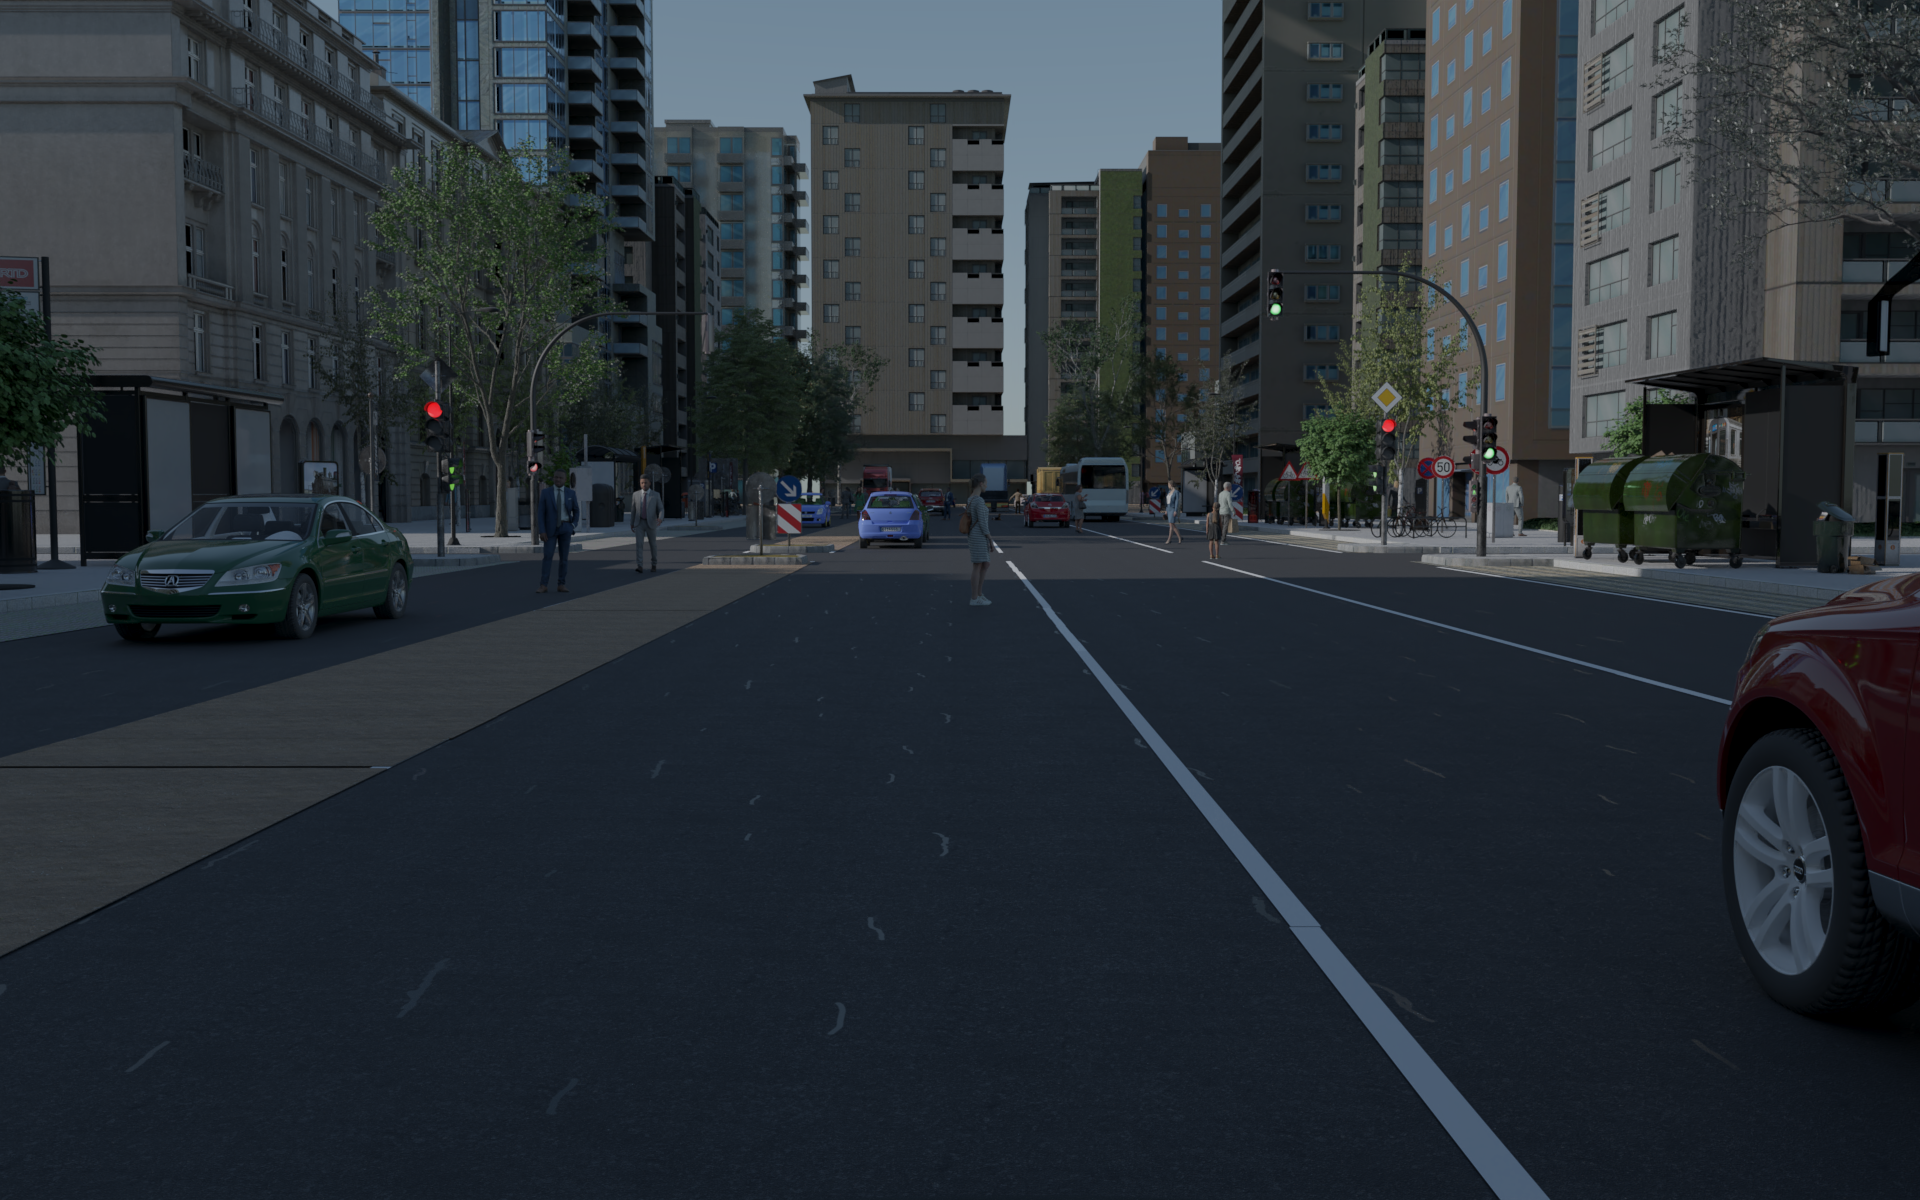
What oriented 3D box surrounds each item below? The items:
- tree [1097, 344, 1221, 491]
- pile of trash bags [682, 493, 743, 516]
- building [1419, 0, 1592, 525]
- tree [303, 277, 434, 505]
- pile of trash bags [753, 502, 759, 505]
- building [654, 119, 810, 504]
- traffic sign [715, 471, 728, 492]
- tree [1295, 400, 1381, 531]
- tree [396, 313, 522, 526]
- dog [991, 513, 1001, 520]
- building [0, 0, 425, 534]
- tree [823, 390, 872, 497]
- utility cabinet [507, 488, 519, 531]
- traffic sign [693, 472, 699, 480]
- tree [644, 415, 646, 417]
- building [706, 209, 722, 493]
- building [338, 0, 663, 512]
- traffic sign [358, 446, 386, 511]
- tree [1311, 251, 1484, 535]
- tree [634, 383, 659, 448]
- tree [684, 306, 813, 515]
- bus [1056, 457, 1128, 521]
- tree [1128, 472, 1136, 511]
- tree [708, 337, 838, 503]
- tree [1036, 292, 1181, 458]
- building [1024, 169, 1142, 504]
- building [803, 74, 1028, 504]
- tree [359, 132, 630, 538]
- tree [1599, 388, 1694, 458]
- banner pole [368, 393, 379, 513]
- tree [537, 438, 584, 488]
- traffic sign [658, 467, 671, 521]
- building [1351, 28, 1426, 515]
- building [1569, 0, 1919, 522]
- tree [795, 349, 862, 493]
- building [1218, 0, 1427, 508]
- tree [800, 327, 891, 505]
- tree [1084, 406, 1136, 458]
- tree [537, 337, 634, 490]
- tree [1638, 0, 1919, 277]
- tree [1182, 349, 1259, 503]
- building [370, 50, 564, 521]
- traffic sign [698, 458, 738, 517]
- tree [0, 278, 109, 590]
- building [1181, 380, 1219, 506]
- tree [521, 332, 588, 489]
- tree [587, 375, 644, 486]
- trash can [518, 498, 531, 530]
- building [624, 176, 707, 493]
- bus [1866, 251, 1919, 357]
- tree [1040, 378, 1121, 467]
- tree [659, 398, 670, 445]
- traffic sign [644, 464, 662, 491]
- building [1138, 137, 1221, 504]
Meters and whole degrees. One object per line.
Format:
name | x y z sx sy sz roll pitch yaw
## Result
tree | 12.967 -10.590 107.562 8.767 10.594 7.601 -3 5 -42
pile of trash bags | -14.924 -5.725 103.355 3.447 1.369 1.912 -1 4 -12
building | 29.522 -26.107 76.960 14.600 45.320 14.200 0 4 0
tree | -20.344 -6.676 59.510 4.360 8.622 3.978 0 3 0
pile of trash bags | -14.210 -6.099 109.473 3.447 1.369 1.912 -1 4 -20
building | -34.727 -36.979 224.209 30.456 49.044 23.786 0 4 0
traffic sign | -13.421 -5.959 97.529 0.768 2.556 0.104 1 4 9
tree | 13.424 -4.722 60.918 4.285 4.588 4.351 0 3 0
tree | -20.211 -7.240 68.741 4.737 8.622 4.395 0 3 0
dog | 1.987 -4.524 94.162 0.748 0.427 0.550 3 4 38
building | -30.563 -13.708 65.928 13.314 21.916 24.055 0 4 0
tree | -14.526 -16.672 182.963 12.009 13.543 11.850 0 3 0
utility cabinet | -15.591 -3.161 60.356 0.318 1.500 1.173 -1 4 -11
traffic sign | -14.918 -6.072 99.391 0.768 2.556 0.104 0 4 5
tree | -21.028 -9.405 104.133 4.737 8.622 4.395 0 3 0
building | -31.665 -24.729 176.027 14.107 30.474 14.160 0 4 0
building | -34.786 -50.114 132.037 22.319 86.520 31.000 0 4 0
traffic sign | -15.390 -2.767 45.346 0.768 2.556 0.104 0 4 8
tree | 13.887 -6.314 53.604 4.737 8.622 4.395 0 3 0
tree | -18.649 -8.604 91.043 4.360 8.622 3.978 0 3 0
tree | -12.619 -11.409 104.668 7.486 12.596 7.792 0 3 0
bus | 7.080 -6.054 93.838 2.948 3.499 13.247 0 4 -1
tree | 12.334 -8.405 132.023 1.663 3.219 1.824 0 3 0
tree | -13.145 -12.791 126.139 9.611 12.733 9.660 0 3 0
tree | 13.883 -18.752 162.484 12.611 20.169 13.585 0 3 0
building | 15.431 -32.817 220.146 14.086 41.232 14.154 0 4 0
building | -5.384 -38.973 226.449 27.495 52.752 28.713 0 4 0
tree | -13.585 -7.647 50.789 9.928 11.665 9.643 0 3 0
tree | 20.207 -4.048 49.906 4.285 4.588 4.351 0 3 0
banner pole | -14.549 -3.244 43.057 0.401 3.779 0.863 0 4 -4
tree | -13.864 -4.001 60.023 1.663 3.219 1.824 0 3 0
traffic sign | -13.992 -4.982 81.554 0.768 2.556 0.104 0 4 7
building | 32.416 -20.781 111.478 14.160 30.474 14.107 0 4 0
building | 30.830 -23.032 60.161 14.086 41.232 14.154 0 4 0
tree | -13.387 -15.126 153.971 9.857 13.997 8.962 0 3 0
building | 33.505 -31.665 141.428 21.300 48.544 21.600 0 4 0
tree | -14.556 -20.830 196.461 12.611 20.169 13.585 0 3 0
tree | 12.442 -11.652 140.867 4.360 8.622 3.978 0 3 0
tree | -18.137 -8.040 81.823 4.360 8.622 3.978 0 3 0
tree | 13.989 -6.852 22.401 12.009 13.543 11.850 0 3 0
tree | 13.167 -8.458 88.651 4.360 8.622 3.978 0 3 0
building | -31.164 -16.895 95.315 14.460 24.649 34.723 0 4 0
traffic sign | -13.720 -6.387 98.296 2.265 3.308 0.079 0 4 4
tree | -13.417 -2.421 23.304 4.285 4.588 4.351 0 3 0
building | 34.738 -52.223 166.524 22.319 86.520 31.000 0 4 0
tree | -19.329 -7.712 76.456 4.737 8.622 4.395 0 3 0
tree | -20.876 -9.012 97.713 4.737 8.622 4.395 0 3 0
trash can | -15.518 -3.071 61.865 0.748 1.137 0.748 0 3 0
building | -31.288 -23.537 156.525 14.160 30.474 14.107 0 4 0
bus | 7.462 -0.850 5.451 2.896 3.916 12.252 0 4 0
tree | 13.493 -17.430 191.629 9.857 13.997 8.962 0 3 0
tree | -21.172 -9.995 113.775 4.360 8.622 3.978 0 3 0
traffic sign | -12.873 -4.438 72.674 0.768 2.556 0.104 0 4 1
building | 30.108 -34.864 220.137 14.200 45.320 14.600 0 4 0
